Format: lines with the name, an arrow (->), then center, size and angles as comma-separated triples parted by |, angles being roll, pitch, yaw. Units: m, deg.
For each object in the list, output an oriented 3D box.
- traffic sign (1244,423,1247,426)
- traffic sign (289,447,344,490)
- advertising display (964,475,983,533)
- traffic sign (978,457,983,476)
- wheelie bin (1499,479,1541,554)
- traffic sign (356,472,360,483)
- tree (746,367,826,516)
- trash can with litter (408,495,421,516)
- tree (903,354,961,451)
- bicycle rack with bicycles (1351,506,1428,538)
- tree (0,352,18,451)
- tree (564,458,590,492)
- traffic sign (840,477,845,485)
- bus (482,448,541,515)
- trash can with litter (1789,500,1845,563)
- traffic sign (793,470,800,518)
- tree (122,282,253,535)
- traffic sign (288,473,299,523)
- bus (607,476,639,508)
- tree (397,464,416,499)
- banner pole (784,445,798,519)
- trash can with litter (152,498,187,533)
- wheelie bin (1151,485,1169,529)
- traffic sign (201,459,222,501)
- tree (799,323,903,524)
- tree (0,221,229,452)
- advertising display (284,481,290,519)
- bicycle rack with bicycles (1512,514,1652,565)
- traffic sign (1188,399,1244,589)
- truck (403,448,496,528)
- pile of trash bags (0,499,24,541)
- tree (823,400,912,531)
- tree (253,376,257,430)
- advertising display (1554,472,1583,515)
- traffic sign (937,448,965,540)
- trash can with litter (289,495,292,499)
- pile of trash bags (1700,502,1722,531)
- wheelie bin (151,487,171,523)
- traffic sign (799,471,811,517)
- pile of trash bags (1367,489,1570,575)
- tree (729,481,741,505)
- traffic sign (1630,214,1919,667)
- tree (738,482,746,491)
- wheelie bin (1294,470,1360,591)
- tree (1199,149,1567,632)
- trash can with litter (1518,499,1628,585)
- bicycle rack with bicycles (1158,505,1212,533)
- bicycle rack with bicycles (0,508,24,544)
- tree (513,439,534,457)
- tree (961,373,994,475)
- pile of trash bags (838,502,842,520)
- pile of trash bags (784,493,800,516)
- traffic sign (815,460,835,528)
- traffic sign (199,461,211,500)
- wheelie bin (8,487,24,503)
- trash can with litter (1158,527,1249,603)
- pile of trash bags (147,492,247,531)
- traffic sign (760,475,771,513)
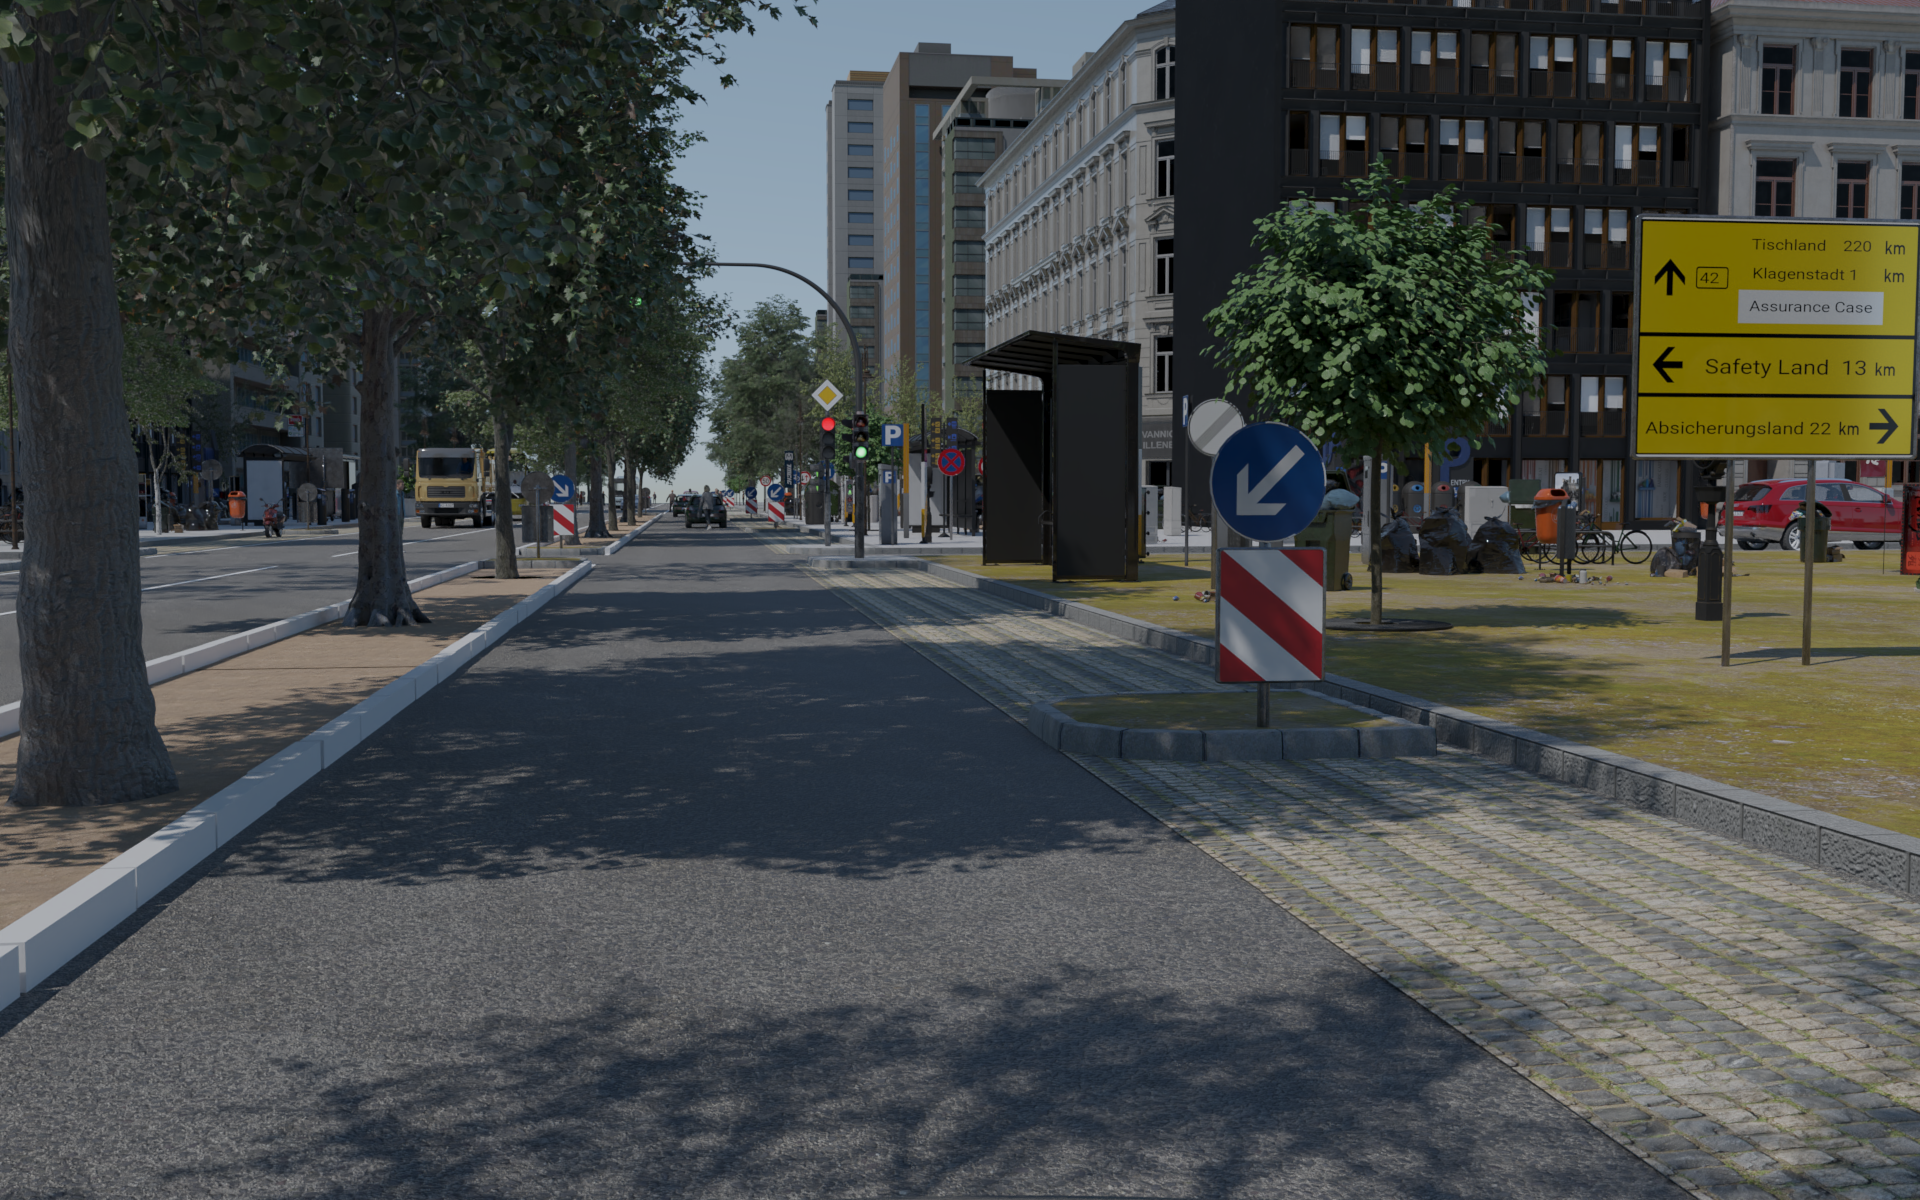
traffic sign -> 4.755, -1.836, 30.125 | 0.768, 2.556, 0.104 | 0, 4, -7
traffic sign -> -28.146, -5.007, 75.733 | 2.265, 3.308, 0.079 | -1, 4, -8
advertising display -> 0.481, -3.206, 57.639 | 0.974, 1.923, 0.123 | 3, 5, 42
traffic sign -> 0.965, -3.433, 56.236 | 0.768, 2.556, 0.104 | 0, 4, 1
wheelie bin -> 12.028, -1.780, 37.014 | 0.980, 1.594, 0.693 | 1, 4, 15
traffic sign -> -33.741, -5.982, 97.919 | 0.768, 2.556, 0.104 | 0, 4, -4
tree -> -9.280, -9.155, 100.041 | 4.360, 8.622, 3.978 | 0, 3, 0
trash can with litter -> -32.179, -5.467, 100.446 | 2.233, 1.210, 1.678 | -2, 4, -33
tree -> -2.596, -8.558, 90.279 | 4.737, 8.622, 4.395 | 0, 3, 0
bicycle rack with bicycles -> 12.260, -2.294, 50.882 | 2.925, 0.926, 2.852 | 3, 5, 43
tree -> -35.545, -6.837, 62.153 | 4.737, 8.622, 4.395 | 0, 3, 0
tree -> -52.921, -17.657, 239.053 | 4.737, 8.622, 4.395 | 0, 3, 0
traffic sign -> -6.737, -6.348, 103.797 | 0.884, 2.594, 0.081 | 0, 4, -5
bus -> -24.795, -6.361, 95.549 | 2.896, 3.916, 12.252 | -1, 4, -10
trash can with litter -> 16.168, -1.298, 32.615 | 1.055, 1.170, 0.624 | -2, 4, -34
traffic sign -> -8.790, -5.611, 91.840 | 0.768, 2.556, 0.104 | 0, 4, -8
tree -> -25.239, -6.341, 54.037 | 4.360, 8.622, 3.978 | 0, 3, 0
traffic sign -> -29.679, -4.737, 77.552 | 0.768, 2.556, 0.104 | 0, 4, -1
bus -> -33.237, -10.832, 171.956 | 2.948, 3.499, 13.247 | -1, 4, -9
tree -> -31.024, -6.293, 97.496 | 1.663, 3.219, 1.824 | 0, 3, 0
banner pole -> -8.513, -5.989, 87.943 | 0.863, 3.779, 0.401 | -1, 4, -13
trash can with litter -> -26.004, -2.788, 56.964 | 1.055, 1.170, 0.624 | -1, 4, -20
wheelie bin -> 7.281, -3.366, 62.934 | 0.980, 1.594, 0.693 | 0, 4, 6
traffic sign -> -27.417, -3.875, 63.468 | 0.768, 2.556, 0.104 | 0, 4, -7
tree -> -4.960, -7.567, 74.079 | 4.737, 8.622, 4.395 | 0, 3, 0
tree -> -23.719, -7.868, 46.774 | 7.486, 12.596, 7.792 | 0, 3, 0
advertising display -> -34.895, -5.112, 88.796 | 0.974, 1.923, 0.123 | -2, 4, -27
bicycle rack with bicycles -> 11.257, -1.143, 32.067 | 2.925, 0.926, 2.852 | 1, 4, 16
traffic sign -> 3.424, -1.418, 23.285 | 0.768, 2.556, 0.104 | 0, 4, -4
truck -> -21.819, -4.849, 75.201 | 3.469, 3.379, 9.791 | -1, 4, -10
pile of trash bags -> -25.999, -2.391, 48.844 | 1.912, 1.369, 3.447 | 2, 4, 32
tree -> -3.094, -4.690, 60.397 | 4.285, 4.588, 4.351 | 0, 3, 0
tree -> -36.890, -8.288, 85.870 | 4.360, 8.622, 3.978 | 0, 3, 0
advertising display -> 17.610, -2.751, 50.192 | 0.123, 1.923, 0.974 | -2, 4, -26
traffic sign -> -0.244, -2.937, 48.127 | 0.768, 2.556, 0.104 | 0, 4, -2
trash can with litter -> -40.984, -5.864, 106.925 | 1.678, 1.210, 2.233 | 1, 4, 16
pile of trash bags -> 26.490, -3.003, 58.844 | 3.447, 1.369, 1.912 | -2, 4, -24
wheelie bin -> -33.923, -4.016, 73.577 | 0.693, 1.594, 0.980 | -1, 4, -14
traffic sign -> -8.628, -5.878, 96.206 | 0.768, 2.556, 0.104 | 0, 4, -2
pile of trash bags -> 8.563, -1.147, 28.504 | 3.447, 1.369, 1.912 | -1, 4, -21
tree -> -26.435, -12.928, 205.974 | 1.663, 3.219, 1.824 | 0, 3, 0
traffic sign -> 6.017, -1.159, 12.821 | 2.265, 3.308, 0.079 | 0, 4, -7
tree -> -21.581, -14.105, 180.975 | 4.360, 8.622, 3.978 | 0, 3, 0
wheelie bin -> 4.838, -0.924, 23.015 | 0.980, 1.594, 0.693 | 3, 4, 37
tree -> 4.032, -2.021, 16.765 | 4.285, 4.588, 4.351 | 0, 3, 0
trash can with litter -> 9.121, -0.884, 25.512 | 1.678, 1.210, 2.233 | 2, 4, 31
bicycle rack with bicycles -> 7.664, -2.735, 58.095 | 2.852, 0.926, 2.925 | -2, 4, -32
bicycle rack with bicycles -> -24.849, -1.910, 44.605 | 2.925, 0.926, 2.852 | -1, 4, -14
tree -> -39.737, -12.343, 152.167 | 4.737, 8.622, 4.395 | 0, 3, 0
tree -> 0.554, -9.422, 104.414 | 4.737, 8.622, 4.395 | 0, 3, 0
pile of trash bags -> -4.994, -4.653, 85.834 | 1.912, 1.369, 3.447 | -1, 4, -11
pile of trash bags -> -9.583, -5.682, 102.654 | 1.912, 1.369, 3.447 | -2, 4, -32
traffic sign -> -5.104, -4.001, 65.514 | 0.768, 2.556, 0.104 | 0, 4, -6
traffic sign -> -28.037, -3.950, 64.685 | 0.768, 2.556, 0.104 | 0, 4, 0
wheelie bin -> -40.337, -4.053, 74.178 | 0.693, 1.594, 0.980 | -1, 4, -19
trash can with litter -> 3.385, -0.602, 20.896 | 1.678, 1.210, 2.233 | 0, 4, -2
pile of trash bags -> -26.522, -3.116, 60.699 | 3.447, 1.369, 1.912 | 1, 4, 14
traffic sign -> -13.192, -7.186, 117.597 | 0.768, 2.556, 0.104 | 0, 4, -7
